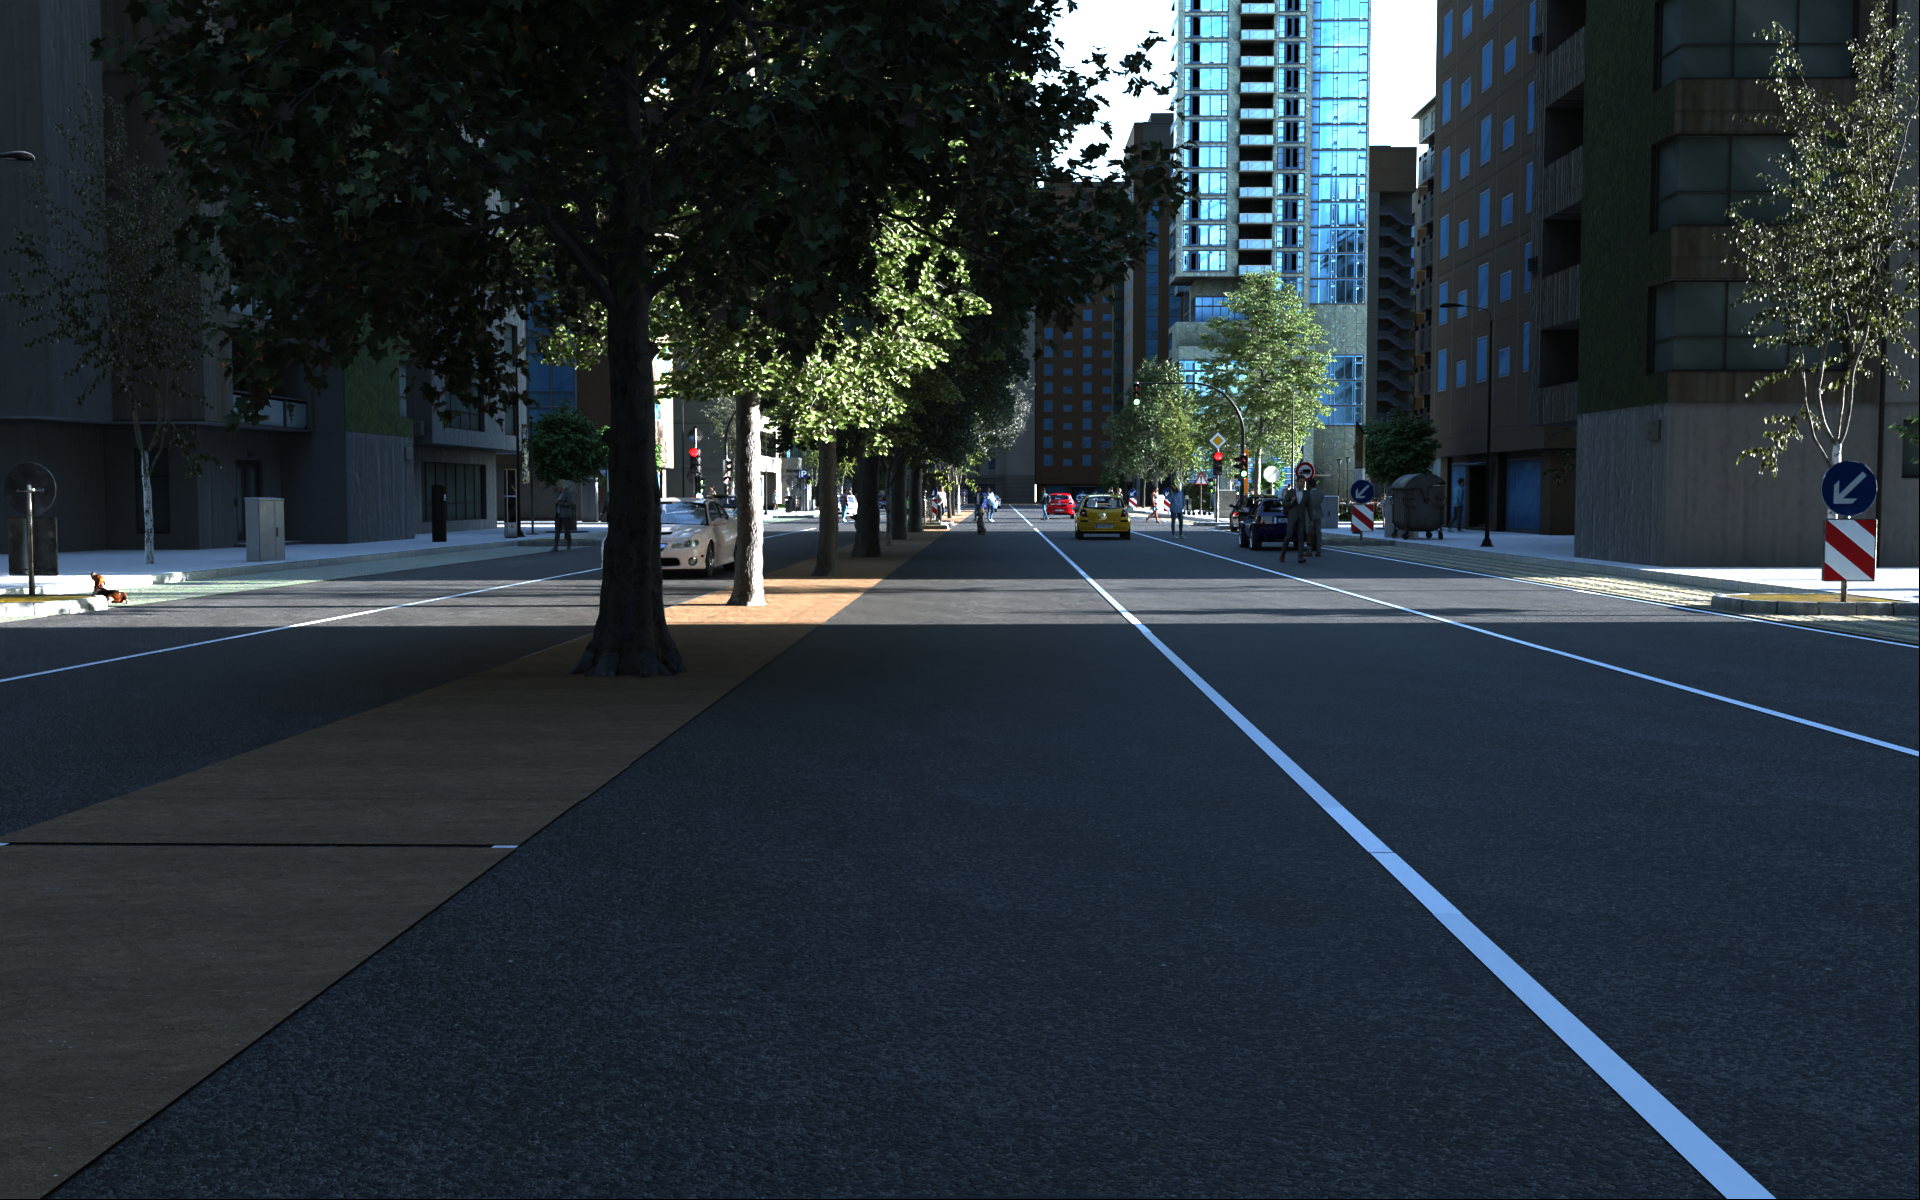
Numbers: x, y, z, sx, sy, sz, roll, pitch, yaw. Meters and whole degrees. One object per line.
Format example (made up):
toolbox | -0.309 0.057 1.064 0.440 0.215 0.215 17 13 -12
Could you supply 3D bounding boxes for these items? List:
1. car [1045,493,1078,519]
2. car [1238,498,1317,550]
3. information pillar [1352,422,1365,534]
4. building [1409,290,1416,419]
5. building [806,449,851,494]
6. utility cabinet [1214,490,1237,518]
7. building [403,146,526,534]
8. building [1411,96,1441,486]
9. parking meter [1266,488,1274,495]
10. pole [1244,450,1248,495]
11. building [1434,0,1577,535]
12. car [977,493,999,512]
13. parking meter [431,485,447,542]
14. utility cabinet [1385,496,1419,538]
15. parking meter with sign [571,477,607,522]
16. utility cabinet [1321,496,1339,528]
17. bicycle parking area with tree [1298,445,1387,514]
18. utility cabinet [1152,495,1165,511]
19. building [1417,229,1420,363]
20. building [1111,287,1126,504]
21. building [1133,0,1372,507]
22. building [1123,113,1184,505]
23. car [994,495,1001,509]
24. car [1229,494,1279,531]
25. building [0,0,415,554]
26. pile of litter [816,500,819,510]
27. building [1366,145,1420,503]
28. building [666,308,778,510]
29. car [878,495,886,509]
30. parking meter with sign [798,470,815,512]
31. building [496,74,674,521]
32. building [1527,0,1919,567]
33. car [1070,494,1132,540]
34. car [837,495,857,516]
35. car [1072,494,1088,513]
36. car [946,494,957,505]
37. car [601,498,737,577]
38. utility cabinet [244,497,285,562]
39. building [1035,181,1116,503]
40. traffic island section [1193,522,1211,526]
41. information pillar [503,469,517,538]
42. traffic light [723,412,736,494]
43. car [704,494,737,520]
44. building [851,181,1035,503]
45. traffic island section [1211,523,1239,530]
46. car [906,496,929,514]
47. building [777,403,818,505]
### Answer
car | 5.798 -5.635 101.169 2.155 1.783 4.494 0 4 3
car | 8.325 -2.006 45.379 1.945 1.354 3.894 0 4 3
information pillar | 12.922 -3.955 56.014 0.183 3.616 0.504 -1 4 -18
building | 55.906 -28.976 245.460 14.107 30.474 14.160 0 4 1
building | -26.609 -38.128 212.635 27.495 52.752 28.713 0 4 1
utility cabinet | 13.845 -4.998 90.401 1.173 1.500 0.318 1 4 8
building | -23.287 -17.669 60.594 14.107 30.474 14.160 0 4 1
building | 69.533 -38.017 210.818 27.495 52.752 28.713 0 4 1
parking meter | 14.127 -4.310 78.886 0.372 1.533 0.369 0 3 0
pole | 13.092 -5.225 79.275 0.158 3.312 0.155 0 3 0
building | 25.038 -25.012 59.060 14.600 45.320 14.200 0 4 1
car | 2.152 -7.917 139.035 1.945 1.707 3.694 0 4 1
parking meter | -14.010 -2.334 46.573 0.372 1.533 0.369 0 3 0
utility cabinet | 13.056 -2.450 51.212 0.306 1.237 1.020 -3 5 -40
parking meter with sign | -16.763 -5.027 78.453 1.738 3.016 0.543 0 4 2
utility cabinet | 13.629 -3.279 64.781 1.020 1.237 0.306 1 4 18
bicycle parking area with tree | 21.712 -6.821 98.518 8.231 4.147 9.016 0 4 2
utility cabinet | 14.808 -7.215 129.128 1.020 1.237 0.306 -3 4 -36
building | 70.069 -36.402 245.289 14.200 45.320 14.600 0 4 1
building | 26.089 -27.375 219.276 14.160 30.474 14.107 0 4 1
building | 30.591 -53.061 180.223 22.319 86.520 31.000 0 4 1
building | 26.764 -33.890 204.215 14.600 45.320 14.200 0 4 1
car | 3.109 -9.777 172.223 2.083 1.381 4.827 0 4 0
car | 11.186 -3.381 65.061 2.009 1.686 4.222 0 4 1
building | -22.789 -21.904 41.731 14.154 41.232 14.086 0 4 1
pile of litter | -11.426 -7.613 138.434 1.176 0.858 1.719 -1 4 -13
building | 48.458 -34.768 218.560 14.200 45.320 14.600 0 4 1
building | -25.506 -30.801 127.295 21.300 48.544 21.600 0 4 1
car | -6.704 -8.085 144.772 1.945 1.354 3.894 0 4 2
parking meter with sign | -11.555 -8.243 131.032 0.543 3.016 1.738 2 4 26
building | -22.905 -26.762 87.670 14.600 45.320 14.200 0 4 1
building | 19.572 -16.183 36.288 14.160 30.474 14.107 0 4 1
car | 4.587 -2.797 55.947 2.015 1.641 3.980 0 4 2
car | -6.969 -5.569 103.408 2.083 1.381 4.827 0 4 0
car | 9.453 -7.299 131.344 2.014 1.417 4.499 0 4 2
car | -1.150 -13.079 225.848 2.014 1.417 4.499 0 4 3
car | -5.152 -1.161 31.346 2.083 1.381 4.827 0 4 2
utility cabinet | -13.335 -1.352 33.265 0.306 1.237 1.020 0 4 5
building | 17.784 -36.479 246.550 14.200 45.320 14.600 0 4 1
traffic island section | 11.671 -3.439 78.510 2.009 0.180 2.903 0 4 1
information pillar | -13.109 -2.814 50.496 0.304 2.012 0.304 -2 4 -31
traffic light | -8.531 -6.373 78.859 4.771 5.953 1.251 0 4 1
car | -8.570 -3.207 62.217 2.009 1.686 4.222 0 4 1
building | -3.343 -43.300 249.961 28.212 58.520 21.231 0 4 1
traffic island section | 11.495 -2.951 70.527 2.009 0.180 2.903 0 4 1
car | -2.937 -6.887 121.392 1.959 1.807 4.718 0 4 3
building | -26.092 -33.619 169.279 23.786 49.044 30.456 0 4 1
